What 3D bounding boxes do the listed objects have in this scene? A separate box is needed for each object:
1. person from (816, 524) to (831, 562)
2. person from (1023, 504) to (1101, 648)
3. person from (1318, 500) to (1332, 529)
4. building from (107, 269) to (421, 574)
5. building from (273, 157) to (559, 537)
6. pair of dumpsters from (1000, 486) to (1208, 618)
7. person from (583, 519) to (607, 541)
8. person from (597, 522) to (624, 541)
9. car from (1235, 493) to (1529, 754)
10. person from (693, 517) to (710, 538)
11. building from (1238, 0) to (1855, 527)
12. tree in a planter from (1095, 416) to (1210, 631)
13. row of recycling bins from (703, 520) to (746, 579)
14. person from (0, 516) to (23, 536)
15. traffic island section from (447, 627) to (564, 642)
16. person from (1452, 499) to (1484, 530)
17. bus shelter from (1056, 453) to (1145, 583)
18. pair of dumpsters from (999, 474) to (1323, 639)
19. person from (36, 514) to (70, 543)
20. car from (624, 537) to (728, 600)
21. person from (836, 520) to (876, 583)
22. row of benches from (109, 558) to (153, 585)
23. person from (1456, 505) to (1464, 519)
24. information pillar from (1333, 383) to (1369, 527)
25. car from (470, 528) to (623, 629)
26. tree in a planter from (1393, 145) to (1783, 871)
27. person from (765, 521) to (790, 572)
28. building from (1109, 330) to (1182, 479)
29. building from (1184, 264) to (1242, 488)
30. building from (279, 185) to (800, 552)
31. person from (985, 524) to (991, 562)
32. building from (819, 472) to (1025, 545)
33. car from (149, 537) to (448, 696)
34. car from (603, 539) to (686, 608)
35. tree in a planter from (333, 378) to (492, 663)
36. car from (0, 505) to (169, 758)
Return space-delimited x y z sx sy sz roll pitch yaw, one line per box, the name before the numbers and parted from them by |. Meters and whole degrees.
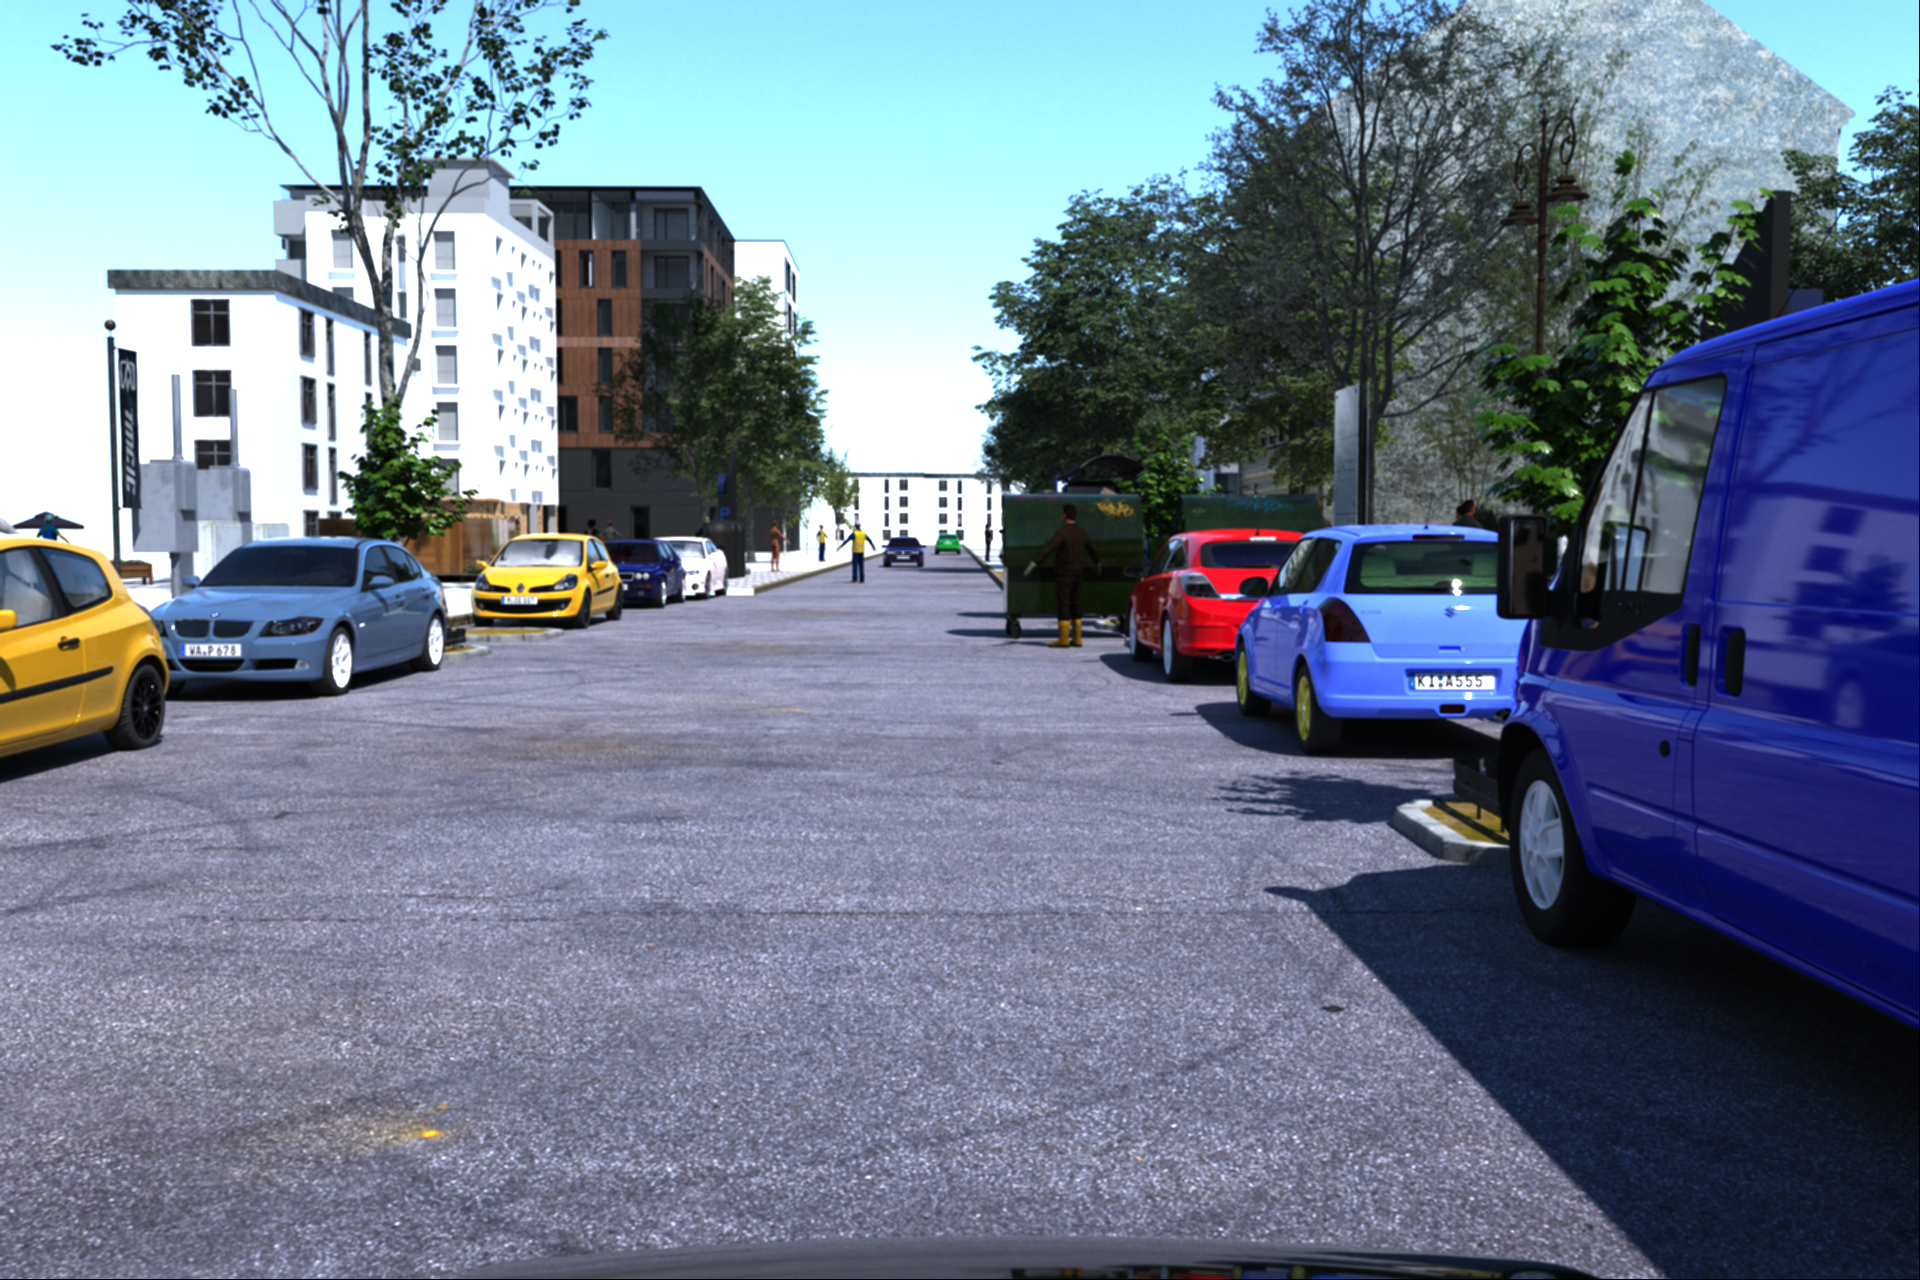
person | -6.345 -4.525 80.445 0.721 1.772 1.216 2 4 28
person | 1.357 -0.816 21.929 1.346 1.812 0.704 -3 5 -42
person | 5.426 -1.243 26.502 1.348 1.807 0.705 -3 4 -37
building | -26.391 -7.766 69.122 9.099 9.664 28.070 0 4 -1
building | -28.463 -14.181 88.276 16.016 20.090 11.380 0 4 0
pair of dumpsters | 2.903 -1.519 29.782 4.436 2.255 1.574 0 3 0
person | -13.585 -3.546 64.118 1.345 1.843 0.704 2 4 30
person | -14.681 -4.069 72.796 1.348 1.796 0.705 0 4 7
car | 3.059 -0.183 12.581 1.945 1.707 3.694 0 4 0
person | -8.556 -3.229 58.580 1.354 1.856 0.705 -1 4 -21
building | 22.300 -14.702 71.307 19.493 23.208 18.063 0 4 0
tree in a planter | 3.079 -1.783 26.371 1.991 3.239 1.994 0 4 1
row of recycling bins | -6.905 -2.693 51.144 1.069 1.692 3.534 0 4 0
person | -9.054 -0.582 15.983 1.216 1.778 0.721 -3 5 -44
traffic island section | -6.590 -0.069 24.000 1.991 0.108 1.994 0 3 0
person | 7.952 -1.284 27.058 0.705 1.821 1.348 -2 4 -31
bus shelter | 3.767 -3.195 46.169 2.014 3.302 5.546 0 4 -1
pair of dumpsters | 2.756 -1.178 24.213 4.436 2.255 1.574 0 4 -1
person | -24.756 -2.512 47.191 1.347 1.817 0.704 1 4 19
car | -6.398 -1.645 39.251 2.083 1.381 4.827 0 4 0
person | -3.001 -2.587 50.728 1.349 1.833 0.705 -2 4 -35
row of benches | -21.968 -1.663 42.660 4.104 0.672 1.422 -3 5 -41
person | 9.279 -1.591 32.166 1.344 1.810 0.704 -2 4 -27
information pillar | 6.260 -2.232 27.801 0.184 3.620 1.656 0 4 0
car | -6.489 -1.050 27.395 2.015 1.641 3.980 0 4 0
tree in a planter | 3.112 -0.659 8.004 1.991 3.239 1.994 0 3 0
person | -6.255 -3.206 59.223 1.217 1.733 0.721 3 5 41
building | 23.486 -20.320 163.157 19.493 23.208 18.063 0 4 -1
building | 20.612 -16.032 118.545 16.016 20.090 11.380 0 4 0
building | -26.070 -16.771 118.182 27.936 21.610 32.646 0 4 -1
person | 1.352 -4.425 79.074 0.721 1.740 1.216 0 4 2
building | -5.014 -17.810 235.800 28.070 9.664 9.099 0 4 -3
car | -6.340 -0.297 16.851 2.014 1.417 4.499 0 3 0
car | -6.585 -1.355 34.736 1.945 1.354 3.894 0 4 0
tree in a planter | -6.588 -1.400 20.107 1.991 3.239 1.994 0 4 1
car | -6.242 0.005 10.148 2.015 1.641 3.980 0 4 -1
